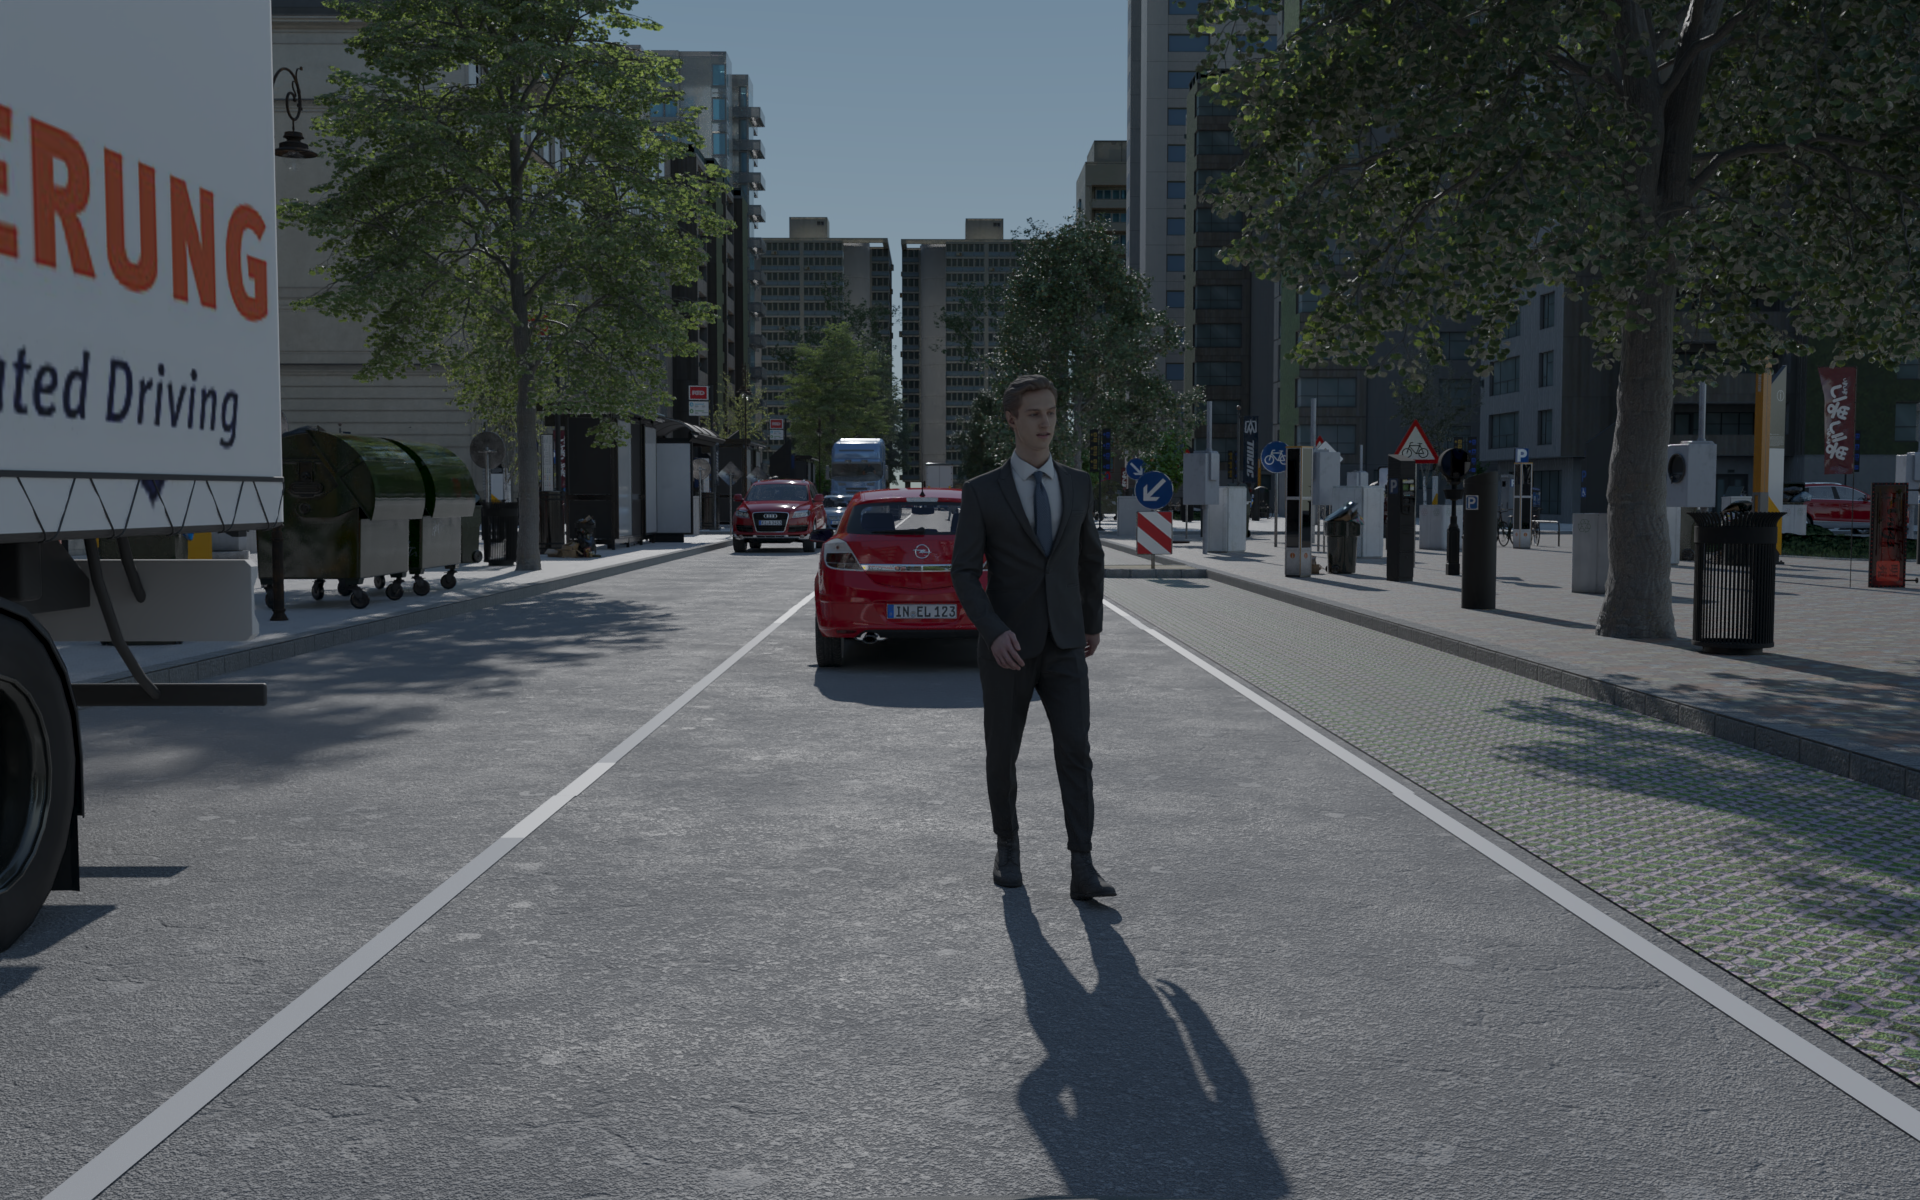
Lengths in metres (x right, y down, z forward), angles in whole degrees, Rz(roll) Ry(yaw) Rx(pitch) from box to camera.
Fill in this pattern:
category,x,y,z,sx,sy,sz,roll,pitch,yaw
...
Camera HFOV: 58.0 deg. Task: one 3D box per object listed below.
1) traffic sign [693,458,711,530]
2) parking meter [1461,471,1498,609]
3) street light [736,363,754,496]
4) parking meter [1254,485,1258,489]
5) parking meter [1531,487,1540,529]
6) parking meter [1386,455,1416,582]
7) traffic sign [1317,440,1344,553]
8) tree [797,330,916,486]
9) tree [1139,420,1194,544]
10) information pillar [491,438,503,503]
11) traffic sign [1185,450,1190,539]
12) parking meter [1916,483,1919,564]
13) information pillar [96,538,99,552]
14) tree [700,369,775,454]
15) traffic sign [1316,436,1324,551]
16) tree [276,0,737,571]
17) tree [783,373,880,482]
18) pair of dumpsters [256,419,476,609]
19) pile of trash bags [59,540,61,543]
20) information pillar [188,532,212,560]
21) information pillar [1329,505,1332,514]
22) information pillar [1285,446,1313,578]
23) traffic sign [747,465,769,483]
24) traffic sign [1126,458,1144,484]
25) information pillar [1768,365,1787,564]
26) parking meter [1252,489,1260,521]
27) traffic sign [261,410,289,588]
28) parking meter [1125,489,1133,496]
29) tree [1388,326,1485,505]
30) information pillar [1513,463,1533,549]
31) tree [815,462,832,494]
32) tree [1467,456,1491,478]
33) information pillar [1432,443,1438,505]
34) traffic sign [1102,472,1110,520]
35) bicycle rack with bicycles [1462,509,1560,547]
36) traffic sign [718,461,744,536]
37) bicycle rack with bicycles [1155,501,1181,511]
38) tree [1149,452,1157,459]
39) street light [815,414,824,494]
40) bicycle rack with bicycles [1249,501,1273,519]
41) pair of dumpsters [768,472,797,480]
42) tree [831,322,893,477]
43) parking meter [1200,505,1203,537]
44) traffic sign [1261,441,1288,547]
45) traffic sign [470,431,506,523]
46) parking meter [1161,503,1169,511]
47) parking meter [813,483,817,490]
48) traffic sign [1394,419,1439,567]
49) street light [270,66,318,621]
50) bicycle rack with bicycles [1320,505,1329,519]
category,x,y,z,sx,sy,sz,roll,pitch,yaw
traffic sign,-9.223,-3.753,61.473,0.768,2.556,0.104,0,4,4
parking meter,5.817,-0.672,19.393,0.372,1.533,0.369,0,3,0
street light,-7.549,-5.397,61.031,0.468,5.910,1.993,0,4,-1
parking meter,18.736,-6.330,109.210,0.399,1.863,0.255,2,4,27
parking meter,21.276,-3.406,64.100,0.372,1.533,0.369,0,3,0
parking meter,6.487,-1.209,25.474,0.255,1.863,0.399,-1,4,-20
traffic sign,7.877,-2.216,37.419,0.795,2.450,0.064,0,4,2
tree,-8.985,-14.032,136.072,9.857,13.997,8.962,0,3,0
tree,5.393,-3.101,45.303,1.663,3.219,1.824,0,3,0
information pillar,-18.894,-4.855,70.733,0.504,3.616,0.183,0,4,-5
traffic sign,6.501,-3.036,49.650,0.884,2.594,0.081,0,4,7
parking meter,17.660,-1.415,31.553,0.372,1.533,0.369,0,3,0
information pillar,-17.218,-2.653,34.730,0.183,3.616,0.504,2,4,24
tree,-13.058,-9.241,101.456,4.360,8.622,3.978,0,3,0
traffic sign,8.015,-2.365,38.665,0.884,2.594,0.081,0,4,7
tree,-7.628,-6.786,29.071,7.486,12.596,7.792,0,3,0
tree,-9.060,-11.565,123.505,7.601,10.594,8.767,-2,4,-35
pair of dumpsters,-7.260,-1.146,21.228,1.574,2.255,4.437,0,4,-1
pile of trash bags,-11.773,-0.693,21.078,1.912,1.369,3.447,0,4,-6
information pillar,-7.500,-1.557,16.806,0.183,3.616,0.504,2,4,28
information pillar,14.378,-3.799,66.598,0.304,2.012,0.304,1,4,19
information pillar,5.220,-1.358,26.694,0.304,2.012,0.304,-3,5,-43
traffic sign,-7.107,-3.500,60.866,0.795,2.450,0.064,0,4,-1
traffic sign,6.280,-3.765,61.656,0.768,2.556,0.104,0,4,7
information pillar,14.805,-2.455,31.501,0.504,3.616,0.183,-2,4,-29
parking meter,14.092,-4.533,82.532,0.372,1.533,0.369,0,3,0
traffic sign,-9.547,-1.442,23.682,0.768,2.556,0.104,0,4,5
parking meter,7.875,-4.423,80.725,0.372,1.533,0.369,0,3,0
tree,20.369,-7.638,75.249,4.360,8.622,3.978,0,3,0
information pillar,13.173,-2.206,40.555,0.304,2.012,0.304,-1,4,-14
tree,-8.338,-6.735,104.726,1.663,3.219,1.824,0,3,0
tree,25.722,-5.599,86.148,1.663,3.219,1.824,0,3,0
information pillar,21.873,-5.406,79.736,0.183,3.616,0.504,0,4,-6
traffic sign,7.205,-5.323,87.133,0.768,2.556,0.104,0,4,8
bicycle rack with bicycles,13.540,-1.802,42.844,2.852,0.926,2.925,0,4,-2
traffic sign,-6.998,-3.012,52.882,0.795,2.450,0.064,0,4,-1
bicycle rack with bicycles,12.779,-5.493,103.187,2.925,0.926,2.852,0,4,5
tree,12.509,-7.818,111.534,4.285,4.588,4.351,0,3,0
street light,-8.116,-7.796,100.246,0.468,5.910,1.993,0,4,-1
bicycle rack with bicycles,14.672,-4.586,88.366,2.925,0.926,2.852,-1,4,-21
pair of dumpsters,-7.820,-4.517,76.340,1.574,2.255,4.437,0,4,-1
tree,-8.238,-11.951,113.532,7.486,12.596,7.792,0,3,0
parking meter,7.341,-2.635,51.489,0.372,1.533,0.369,0,3,0
traffic sign,7.637,-2.551,41.821,0.768,2.556,0.104,0,4,5
traffic sign,-9.600,-2.145,35.182,0.768,2.556,0.104,1,4,9
parking meter,10.647,-4.983,89.884,0.372,1.533,0.369,0,3,0
parking meter,-7.673,-5.206,90.834,0.255,1.863,0.399,1,4,19
traffic sign,7.928,-1.848,30.223,0.884,2.594,0.081,1,4,8
street light,-6.909,-2.728,17.397,0.468,5.910,1.993,0,4,-1
bicycle rack with bicycles,17.936,-4.461,86.321,2.925,0.926,2.852,-3,5,-43
